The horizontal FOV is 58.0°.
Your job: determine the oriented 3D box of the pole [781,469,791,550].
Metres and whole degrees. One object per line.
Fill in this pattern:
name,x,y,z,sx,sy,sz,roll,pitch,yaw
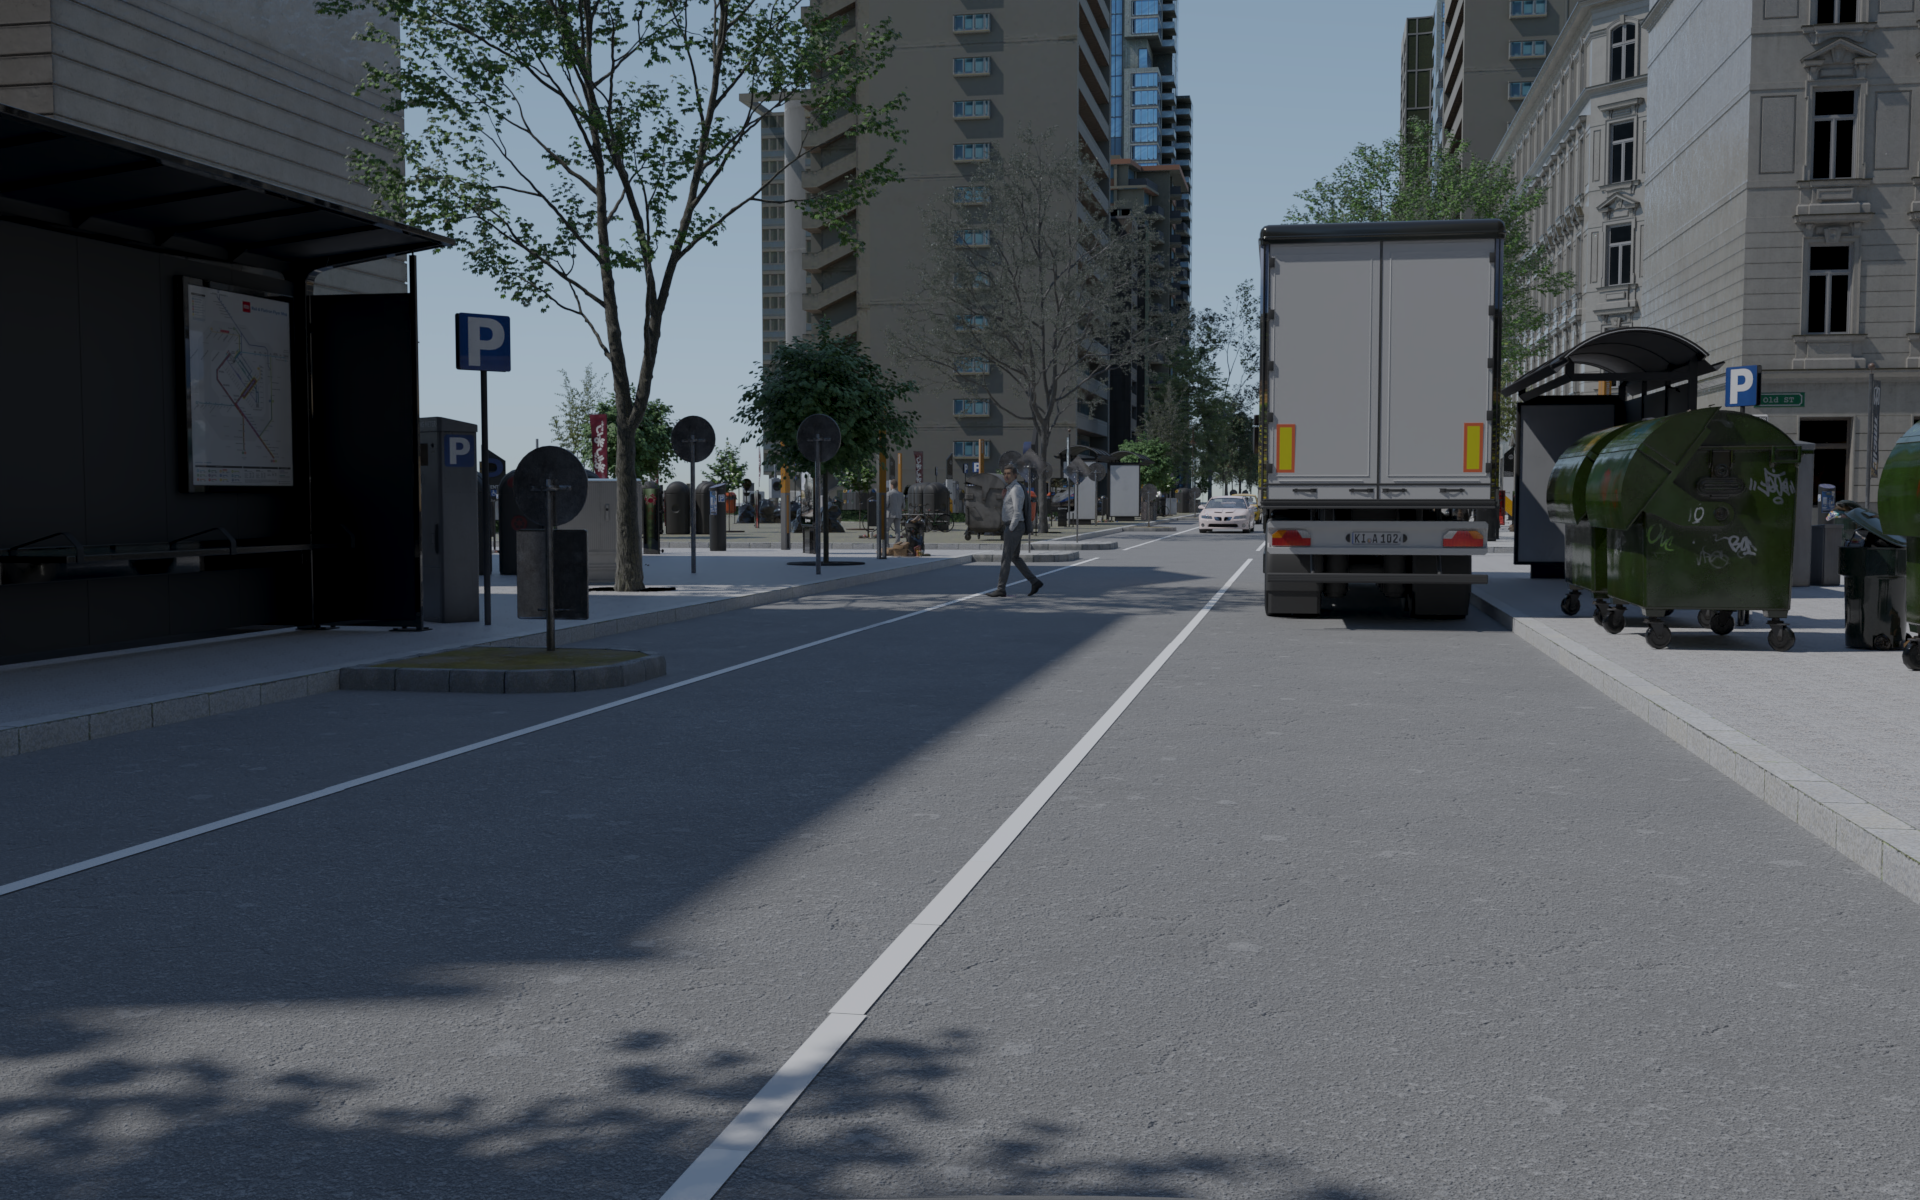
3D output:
pole,-4.003,-2.805,39.697,0.158,3.312,0.155,0,3,0

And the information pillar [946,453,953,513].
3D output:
information pillar,-0.592,-6.525,98.034,0.183,3.616,0.504,3,5,42

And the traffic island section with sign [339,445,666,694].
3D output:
traffic island section with sign,-3.391,-0.293,13.424,1.989,1.847,2.006,1,4,11

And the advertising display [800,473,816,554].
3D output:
advertising display,-3.240,-1.959,37.248,0.123,1.923,0.974,-1,4,-21

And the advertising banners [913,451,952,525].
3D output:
advertising banners,-1.130,-4.576,71.001,2.074,3.025,0.090,-3,5,-42

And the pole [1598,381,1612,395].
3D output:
pole,10.937,-2.178,29.461,0.158,3.312,0.155,0,3,0

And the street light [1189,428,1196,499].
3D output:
street light,16.343,-9.098,121.538,0.468,5.910,1.993,1,4,11

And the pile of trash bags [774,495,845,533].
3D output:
pile of trash bags,-5.042,-2.989,58.621,1.912,1.369,3.447,-1,4,-13

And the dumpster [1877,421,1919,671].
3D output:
dumpster,7.279,-0.560,11.645,1.502,2.255,1.985,1,4,11

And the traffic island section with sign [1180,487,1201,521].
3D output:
traffic island section with sign,12.891,-5.253,94.518,1.989,1.847,2.006,1,4,11

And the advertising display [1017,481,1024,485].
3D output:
advertising display,3.243,-4.905,85.406,0.974,1.923,0.123,1,4,23

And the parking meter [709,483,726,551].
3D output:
parking meter,-5.450,-1.869,38.976,0.372,1.533,0.369,0,3,0

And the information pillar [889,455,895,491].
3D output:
information pillar,-3.968,-6.719,101.211,0.183,3.616,0.504,2,4,35

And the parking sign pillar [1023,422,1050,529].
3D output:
parking sign pillar,2.625,-4.619,63.995,1.447,3.967,1.447,0,4,8

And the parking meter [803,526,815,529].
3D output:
parking meter,-4.510,-2.643,51.620,0.372,1.533,0.369,0,3,0

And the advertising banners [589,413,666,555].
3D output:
advertising banners,-7.171,-2.505,37.149,2.074,3.025,0.090,2,4,32

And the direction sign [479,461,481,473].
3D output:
direction sign,-33.070,-7.822,119.881,0.379,3.537,0.876,0,4,7

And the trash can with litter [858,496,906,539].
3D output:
trash can with litter,-2.099,-2.405,50.372,2.233,1.210,1.678,-3,5,-41

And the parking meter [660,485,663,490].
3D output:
parking meter,-18.738,-6.263,108.114,0.399,1.863,0.255,2,4,34

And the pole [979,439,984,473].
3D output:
pole,0.800,-4.321,64.492,0.158,3.312,0.155,0,3,0

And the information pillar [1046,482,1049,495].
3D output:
information pillar,5.227,-6.167,105.319,0.304,2.012,0.304,-1,4,-10

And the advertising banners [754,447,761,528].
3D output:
advertising banners,-7.609,-4.212,65.048,0.090,3.025,2.074,-1,4,-12

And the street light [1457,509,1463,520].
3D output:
street light,10.303,-3.839,35.549,0.468,5.910,1.993,1,4,11

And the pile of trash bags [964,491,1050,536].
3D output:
pile of trash bags,1.524,-2.690,53.734,1.912,1.369,3.447,-2,4,-24

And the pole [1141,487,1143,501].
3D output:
pole,11.396,-6.973,107.844,0.158,3.312,0.155,0,3,0

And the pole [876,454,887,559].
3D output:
pole,-1.543,-2.459,34.041,0.158,3.312,0.155,0,3,0

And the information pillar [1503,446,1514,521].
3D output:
information pillar,26.435,-5.630,83.411,0.504,3.616,0.183,1,4,17

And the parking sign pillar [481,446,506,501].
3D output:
parking sign pillar,-25.359,-6.467,94.215,1.447,3.967,1.447,-1,4,-14

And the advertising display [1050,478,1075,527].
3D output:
advertising display,4.035,-3.853,68.207,0.974,1.923,0.123,0,4,2

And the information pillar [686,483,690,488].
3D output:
information pillar,-18.476,-6.953,118.179,0.304,2.012,0.304,1,4,13

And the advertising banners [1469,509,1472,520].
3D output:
advertising banners,24.314,-5.484,85.847,2.074,3.025,0.090,2,4,23

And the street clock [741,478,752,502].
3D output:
street clock,-9.791,-4.583,79.508,0.471,2.002,0.358,-1,4,-12

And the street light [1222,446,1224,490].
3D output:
street light,25.060,-11.750,164.907,0.468,5.910,1.993,1,4,11

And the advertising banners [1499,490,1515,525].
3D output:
advertising banners,22.202,-4.586,71.162,2.074,3.025,0.090,2,4,34

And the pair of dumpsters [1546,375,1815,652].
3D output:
pair of dumpsters,6.568,-0.834,16.128,1.574,2.255,4.437,1,4,11

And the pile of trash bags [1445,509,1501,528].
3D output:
pile of trash bags,19.888,-3.378,64.976,3.447,1.369,1.912,1,4,21

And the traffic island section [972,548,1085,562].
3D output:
traffic island section,1.494,-0.949,37.801,2.009,0.180,2.903,1,4,11

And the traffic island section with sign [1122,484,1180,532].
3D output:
traffic island section with sign,7.340,-3.565,66.917,1.989,1.847,2.006,1,4,11

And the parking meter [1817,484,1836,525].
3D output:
parking meter,21.143,-2.071,42.276,0.372,1.533,0.369,0,3,0

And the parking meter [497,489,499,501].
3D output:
parking meter,-18.677,-3.800,70.546,0.372,1.533,0.369,0,3,0

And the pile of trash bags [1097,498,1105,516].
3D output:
pile of trash bags,6.829,-5.701,102.970,3.447,1.369,1.912,-1,4,-11

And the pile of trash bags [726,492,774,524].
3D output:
pile of trash bags,-9.014,-4.030,75.638,1.912,1.369,3.447,3,4,37

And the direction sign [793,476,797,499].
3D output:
direction sign,-9.743,-6.749,102.337,0.379,3.537,0.876,-1,4,-16

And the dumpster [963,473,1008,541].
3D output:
dumpster,0.830,-2.595,48.189,1.264,1.857,1.865,1,4,11

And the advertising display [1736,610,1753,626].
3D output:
advertising display,7.800,-0.730,17.157,0.123,1.923,0.974,2,4,29

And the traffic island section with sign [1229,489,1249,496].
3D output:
traffic island section with sign,22.738,-8.253,143.567,1.989,1.847,2.006,1,4,11

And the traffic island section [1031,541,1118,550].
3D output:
traffic island section,3.067,-1.428,45.631,2.009,0.180,2.903,1,4,11

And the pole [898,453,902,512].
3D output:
pole,-2.998,-5.681,86.726,0.158,3.312,0.155,0,3,0
